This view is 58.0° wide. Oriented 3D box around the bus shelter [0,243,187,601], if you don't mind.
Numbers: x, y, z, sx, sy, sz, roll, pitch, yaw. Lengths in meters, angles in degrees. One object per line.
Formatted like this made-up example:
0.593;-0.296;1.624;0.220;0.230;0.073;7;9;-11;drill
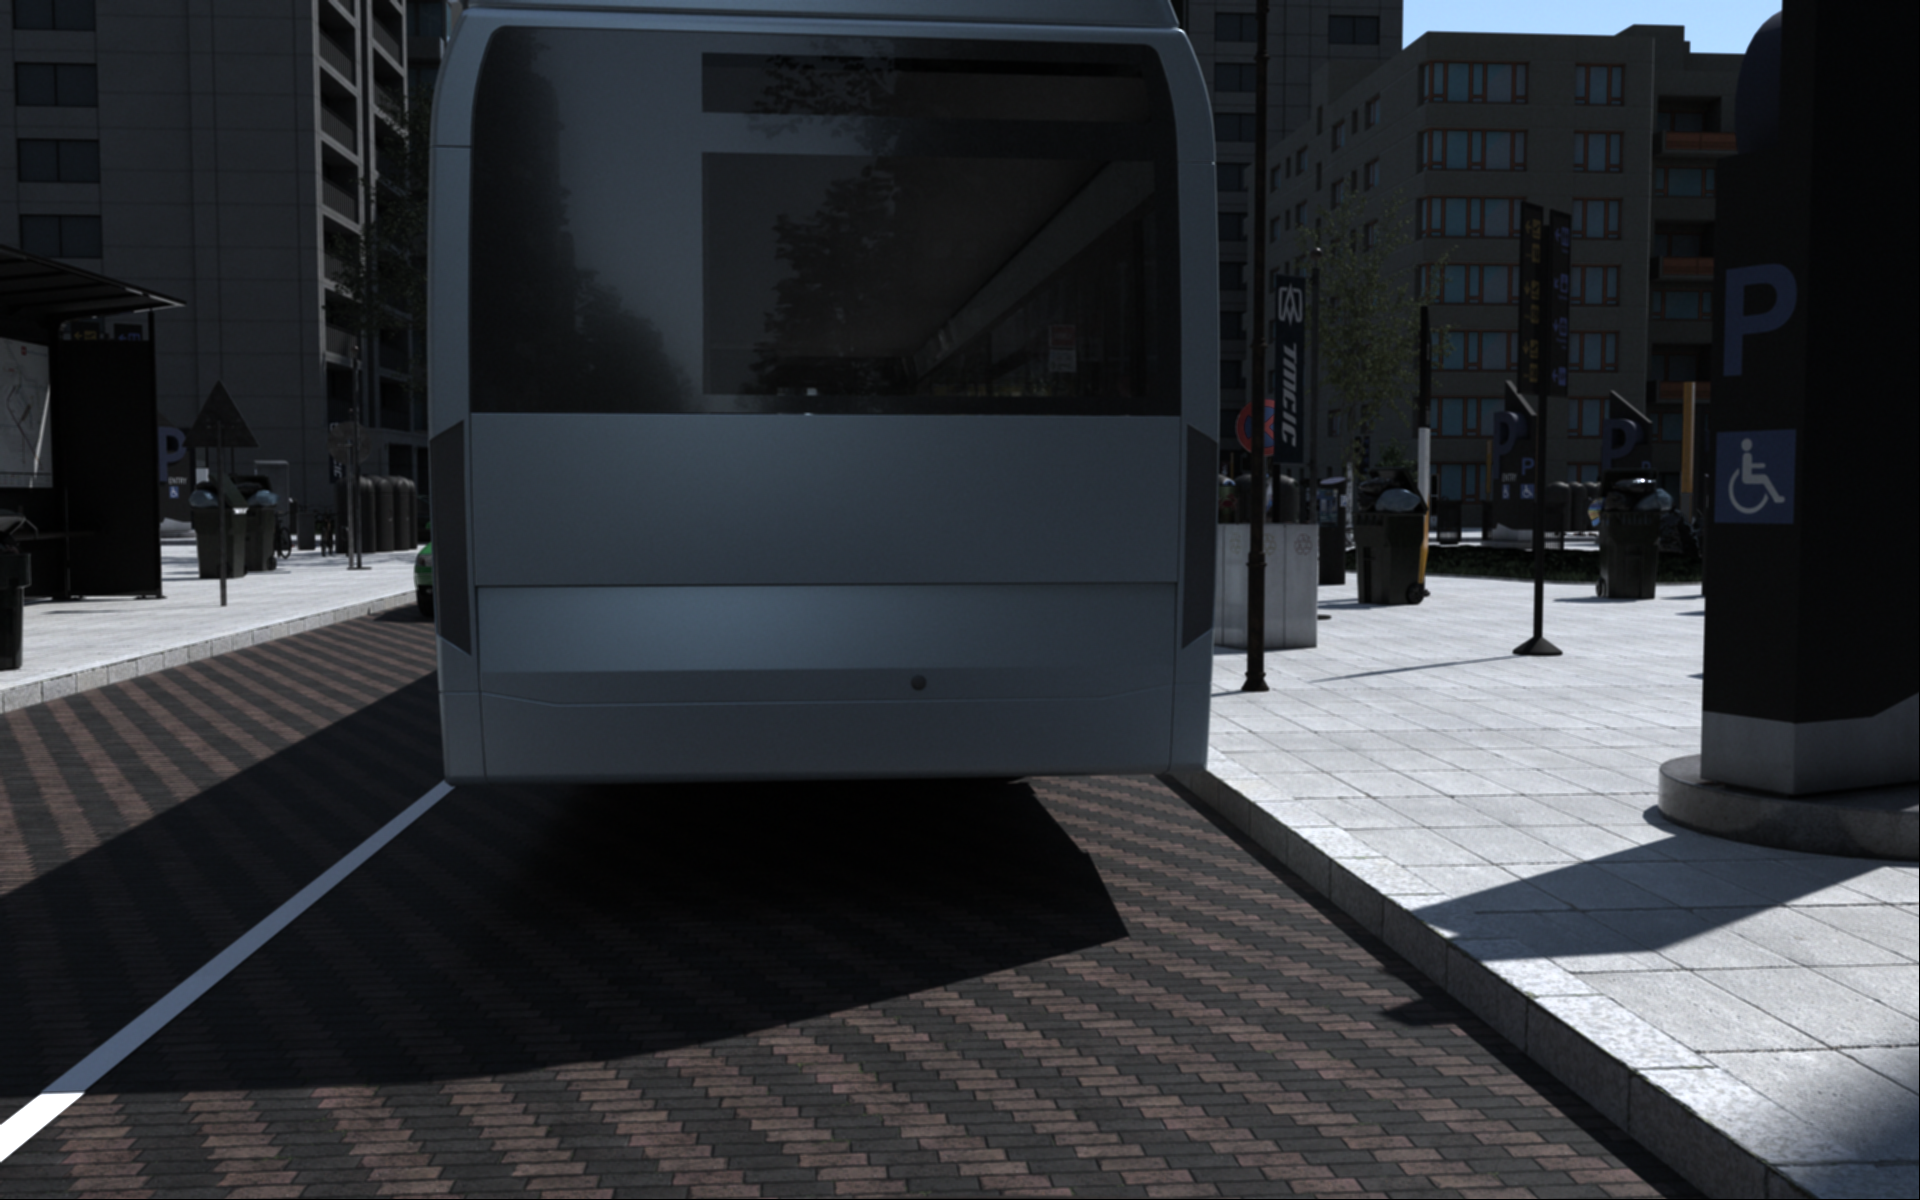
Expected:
-10.004;-1.637;18.051;1.731;3.624;6.357;0;4;-5;bus shelter

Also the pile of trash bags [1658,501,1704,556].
12.970;-1.159;28.698;1.912;1.369;3.447;-1;4;-16;pile of trash bags

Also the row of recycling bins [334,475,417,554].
-13.040;-1.943;38.881;1.069;1.692;3.534;0;4;1;row of recycling bins

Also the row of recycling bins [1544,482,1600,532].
21.310;-3.207;59.551;3.534;1.692;1.069;-3;5;-41;row of recycling bins

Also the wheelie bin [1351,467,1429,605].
5.011;-0.754;20.230;0.693;1.594;0.980;-2;4;-28;wheelie bin

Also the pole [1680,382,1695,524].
13.272;-2.309;31.603;0.158;3.312;0.155;0;3;0;pole

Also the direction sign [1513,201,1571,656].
4.634;-1.333;13.789;0.379;3.537;0.876;3;5;42;direction sign

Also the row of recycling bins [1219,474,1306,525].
5.706;-1.783;36.269;3.534;1.692;1.069;-3;4;-37;row of recycling bins

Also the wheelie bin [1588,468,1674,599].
8.283;-0.823;21.360;0.980;1.594;0.693;0;4;8;wheelie bin

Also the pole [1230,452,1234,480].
13.295;-5.558;84.709;0.158;3.312;0.155;0;3;0;pole

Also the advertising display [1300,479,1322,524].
14.616;-4.097;72.199;0.974;1.923;0.123;-1;4;-16;advertising display

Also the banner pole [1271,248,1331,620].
3.445;-1.686;17.586;0.863;3.779;0.401;-3;5;-39;banner pole

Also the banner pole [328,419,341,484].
-18.124;-3.724;50.912;0.863;3.779;0.401;-2;4;-30;banner pole

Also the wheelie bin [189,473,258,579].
-11.304;-1.132;26.410;0.693;1.594;0.980;0;4;0;wheelie bin

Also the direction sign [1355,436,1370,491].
15.785;-4.653;68.069;0.379;3.537;0.876;-2;4;-25;direction sign

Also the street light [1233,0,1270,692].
1.930;-2.346;11.144;0.468;5.910;1.993;0;4;-5;street light

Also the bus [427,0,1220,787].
-1.116;-1.059;12.180;2.948;3.499;13.247;0;4;-6;bus

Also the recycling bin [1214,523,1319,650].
2.536;-0.127;14.637;0.722;1.027;0.722;-2;4;-23;recycling bin

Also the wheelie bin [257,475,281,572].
-11.770;-1.276;28.776;0.980;1.594;0.693;0;4;0;wheelie bin

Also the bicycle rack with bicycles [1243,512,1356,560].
6.381;-1.203;33.058;2.925;0.926;2.852;0;4;7;bicycle rack with bicycles

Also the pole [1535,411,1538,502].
14.157;-2.964;42.309;0.158;3.312;0.155;0;3;0;pole

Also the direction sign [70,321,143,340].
-11.266;-1.895;22.974;0.876;3.537;0.379;-3;5;-41;direction sign

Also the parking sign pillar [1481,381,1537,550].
12.982;-3.186;40.558;1.447;3.967;1.447;-1;4;-10;parking sign pillar

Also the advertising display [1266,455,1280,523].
5.029;-1.410;28.260;0.123;1.923;0.974;0;4;-5;advertising display

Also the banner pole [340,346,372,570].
-10.144;-2.396;29.185;0.401;3.779;0.863;-1;4;-23;banner pole

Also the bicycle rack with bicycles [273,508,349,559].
-13.706;-1.357;35.564;2.852;0.926;2.925;-1;4;-21;bicycle rack with bicycles

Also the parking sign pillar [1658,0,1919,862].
3.493;-1.110;6.616;1.447;3.967;1.447;-2;4;-27;parking sign pillar

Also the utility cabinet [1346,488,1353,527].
14.586;-3.483;65.625;0.318;1.500;1.173;2;4;25;utility cabinet

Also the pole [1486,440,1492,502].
19.961;-4.377;65.399;0.158;3.312;0.155;0;3;0;pole

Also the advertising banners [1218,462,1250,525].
3.191;-1.760;24.964;2.074;3.025;0.090;2;4;33;advertising banners

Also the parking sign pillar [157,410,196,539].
-23.053;-3.787;50.396;1.447;3.967;1.447;1;4;20;parking sign pillar

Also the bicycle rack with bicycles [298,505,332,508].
-22.134;-2.791;59.012;2.852;0.926;2.925;-3;5;-43;bicycle rack with bicycles
